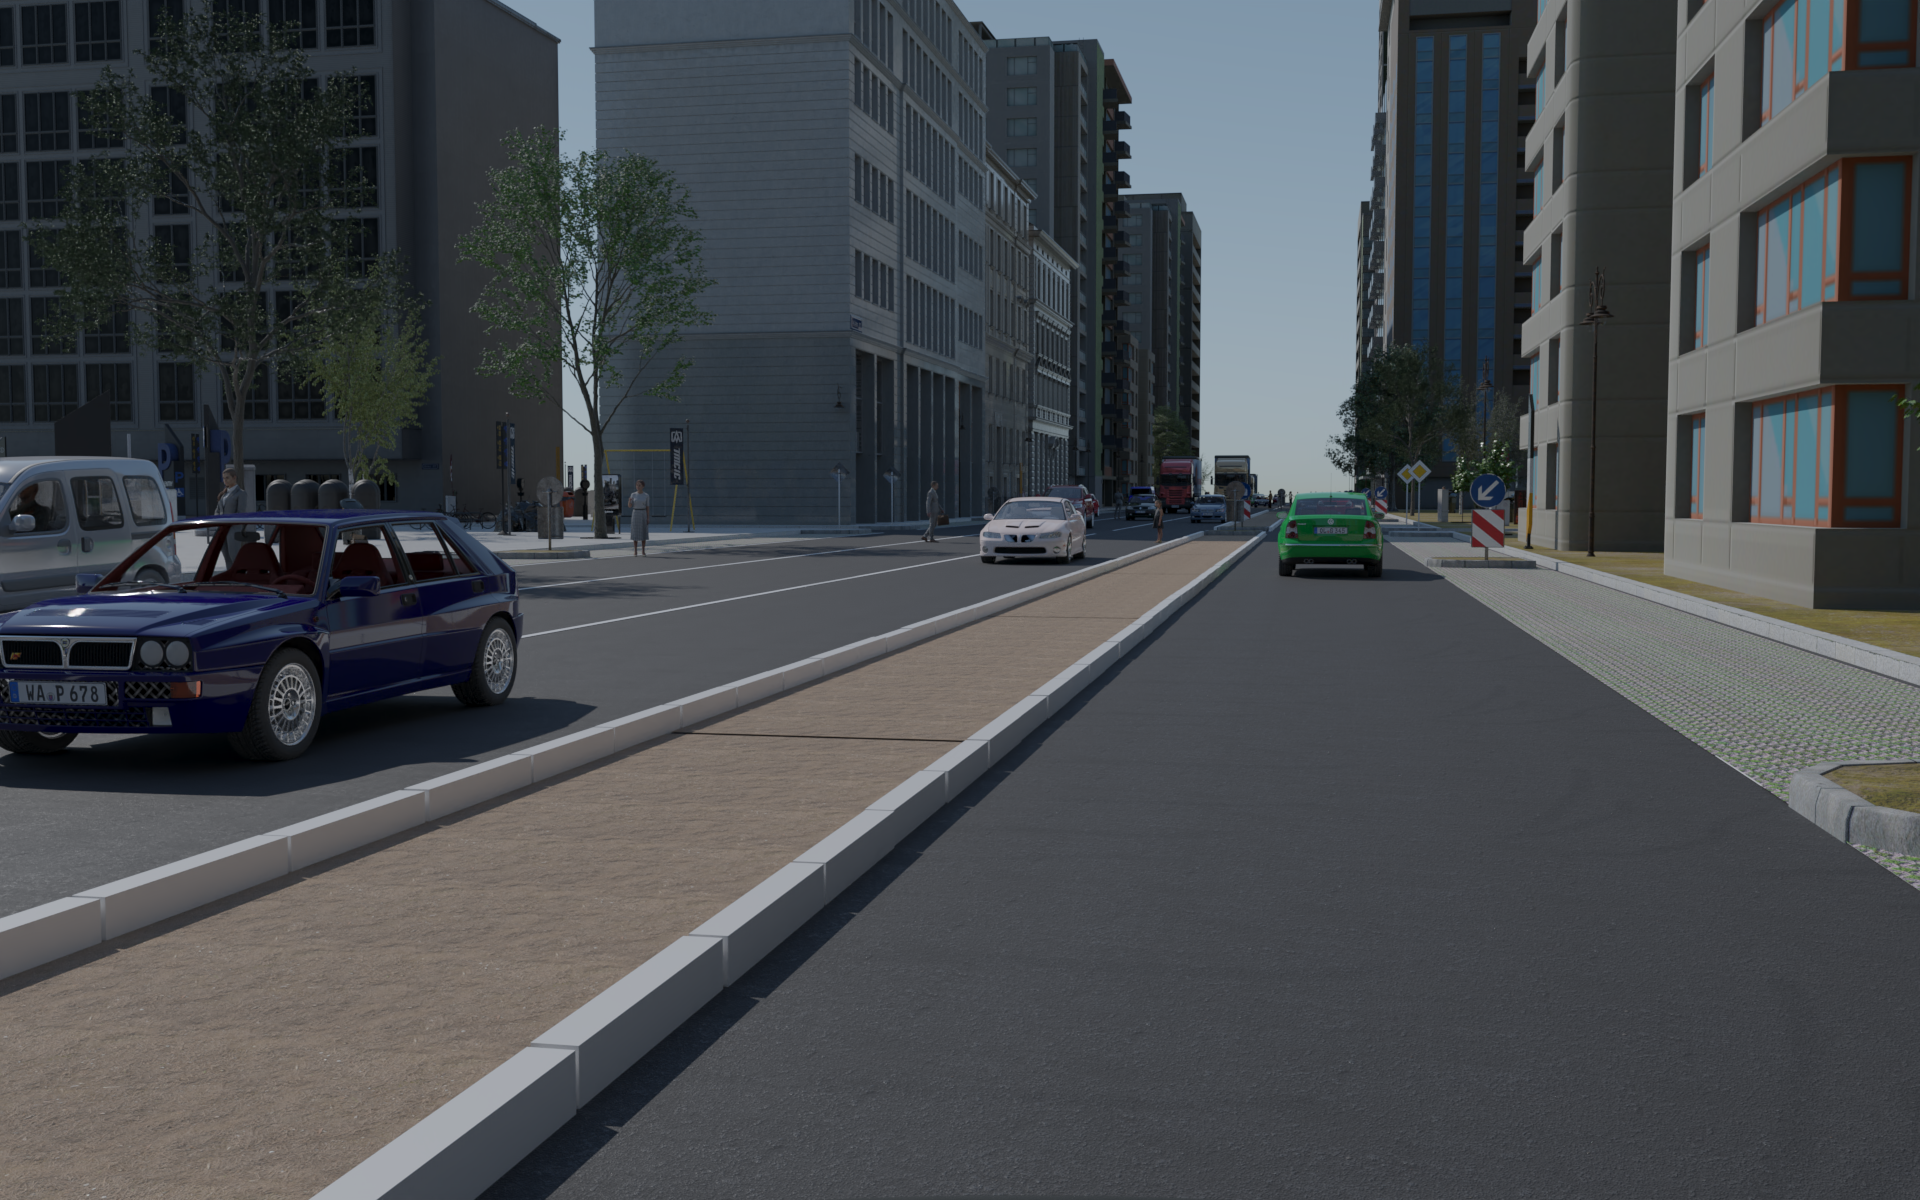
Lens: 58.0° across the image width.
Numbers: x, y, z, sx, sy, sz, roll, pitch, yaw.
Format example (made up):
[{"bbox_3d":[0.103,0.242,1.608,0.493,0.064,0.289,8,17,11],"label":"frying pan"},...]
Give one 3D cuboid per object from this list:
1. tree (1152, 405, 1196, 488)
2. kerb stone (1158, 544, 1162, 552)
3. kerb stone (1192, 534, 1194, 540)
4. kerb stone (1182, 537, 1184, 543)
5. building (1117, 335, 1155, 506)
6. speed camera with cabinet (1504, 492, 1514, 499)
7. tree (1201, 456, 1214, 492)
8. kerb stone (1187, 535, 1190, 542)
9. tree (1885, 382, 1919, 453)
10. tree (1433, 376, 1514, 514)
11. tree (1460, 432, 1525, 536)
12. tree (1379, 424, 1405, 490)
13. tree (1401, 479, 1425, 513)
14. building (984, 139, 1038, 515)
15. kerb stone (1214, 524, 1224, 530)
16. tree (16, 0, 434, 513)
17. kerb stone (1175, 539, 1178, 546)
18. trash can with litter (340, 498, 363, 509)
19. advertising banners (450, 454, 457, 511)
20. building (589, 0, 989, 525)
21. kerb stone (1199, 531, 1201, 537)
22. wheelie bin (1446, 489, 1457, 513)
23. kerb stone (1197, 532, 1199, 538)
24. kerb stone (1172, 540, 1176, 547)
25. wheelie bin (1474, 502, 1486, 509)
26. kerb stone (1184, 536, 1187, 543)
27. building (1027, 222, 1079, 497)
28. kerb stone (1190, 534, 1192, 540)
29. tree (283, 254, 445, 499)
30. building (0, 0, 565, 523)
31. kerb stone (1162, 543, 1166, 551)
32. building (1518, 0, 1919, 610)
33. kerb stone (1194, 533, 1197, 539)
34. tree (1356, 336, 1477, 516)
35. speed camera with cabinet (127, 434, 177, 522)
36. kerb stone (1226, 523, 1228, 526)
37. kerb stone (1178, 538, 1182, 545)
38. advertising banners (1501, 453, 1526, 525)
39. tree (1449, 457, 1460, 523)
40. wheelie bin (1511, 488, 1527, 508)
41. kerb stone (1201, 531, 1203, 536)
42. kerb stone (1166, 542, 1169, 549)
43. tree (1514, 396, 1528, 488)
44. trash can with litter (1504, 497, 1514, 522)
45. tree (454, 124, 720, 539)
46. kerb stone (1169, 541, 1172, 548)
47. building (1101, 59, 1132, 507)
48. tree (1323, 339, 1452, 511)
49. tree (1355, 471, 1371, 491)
[{"bbox_3d":[26.307,-18.494,220.502,7.486,12.596,7.792,0,3,0],"label":"tree"},{"bbox_3d":[4.758,-1.222,42.173,0.120,0.150,1.000,1,4,12],"label":"kerb stone"},{"bbox_3d":[7.027,-1.897,53.206,0.120,0.150,1.000,1,4,12],"label":"kerb stone"},{"bbox_3d":[6.199,-1.651,49.190,0.120,0.150,1.000,1,4,12],"label":"kerb stone"},{"bbox_3d":[7.717,-21.944,203.826,27.650,21.520,28.899,1,4,12],"label":"building"},{"bbox_3d":[35.871,-7.336,114.281,2.038,3.252,0.660,2,4,23],"label":"speed camera with cabinet"},{"bbox_3d":[41.881,-21.475,301.477,4.360,8.622,3.978,0,3,0],"label":"tree"},{"bbox_3d":[6.617,-1.762,51.201,0.120,0.150,1.000,1,4,12],"label":"kerb stone"},{"bbox_3d":[9.288,-1.251,15.052,1.663,3.219,1.824,0,3,0],"label":"tree"},{"bbox_3d":[31.784,-9.697,108.911,4.360,8.622,3.978,0,3,0],"label":"tree"},{"bbox_3d":[16.711,-3.635,54.031,1.663,3.219,1.824,0,3,0],"label":"tree"},{"bbox_3d":[35.057,-11.613,140.233,4.737,8.622,4.395,0,3,0],"label":"tree"},{"bbox_3d":[31.208,-7.622,119.224,1.663,3.219,1.824,0,3,0],"label":"tree"},{"bbox_3d":[-3.023,-19.297,112.772,12.463,27.353,25.104,1,4,12],"label":"building"},{"bbox_3d":[10.442,-2.913,69.835,0.120,0.150,1.000,1,4,12],"label":"kerb stone"},{"bbox_3d":[-13.849,-5.996,32.455,8.767,10.594,7.601,1,4,15],"label":"tree"},{"bbox_3d":[5.784,-1.528,47.185,0.120,0.150,1.000,1,4,12],"label":"kerb stone"},{"bbox_3d":[-15.081,-1.953,43.317,0.624,1.170,1.055,-3,5,-40],"label":"trash can with litter"},{"bbox_3d":[-21.865,-4.808,74.794,0.090,3.025,2.074,-1,4,-22],"label":"advertising banners"},{"bbox_3d":[-6.787,-18.838,85.495,11.434,29.767,29.804,1,4,12],"label":"building"},{"bbox_3d":[7.643,-2.081,56.222,0.120,0.150,1.000,1,4,12],"label":"kerb stone"},{"bbox_3d":[32.788,-6.597,115.773,0.693,1.594,0.980,-3,5,-42],"label":"wheelie bin"},{"bbox_3d":[7.430,-2.020,55.216,0.120,0.150,1.000,1,4,12],"label":"kerb stone"},{"bbox_3d":[5.584,-1.466,46.179,0.120,0.150,1.000,1,4,12],"label":"kerb stone"},{"bbox_3d":[27.127,-5.023,90.041,0.693,1.594,0.980,-1,4,-22],"label":"wheelie bin"},{"bbox_3d":[6.408,-1.706,50.199,0.120,0.150,1.000,1,4,12],"label":"kerb stone"},{"bbox_3d":[2.449,-18.706,134.718,11.050,23.489,19.941,1,4,12],"label":"building"},{"bbox_3d":[6.819,-1.835,52.202,0.120,0.150,1.000,1,4,12],"label":"kerb stone"},{"bbox_3d":[-18.379,-6.268,52.840,4.737,8.622,4.395,0,3,0],"label":"tree"},{"bbox_3d":[-33.187,-17.696,82.840,24.014,27.812,14.314,1,4,12],"label":"building"},{"bbox_3d":[4.964,-1.283,43.175,0.120,0.150,1.000,1,4,12],"label":"kerb stone"},{"bbox_3d":[25.963,-11.314,30.016,27.650,21.520,28.899,1,4,12],"label":"building"},{"bbox_3d":[7.232,-1.958,54.208,0.120,0.150,1.000,1,4,12],"label":"kerb stone"},{"bbox_3d":[26.909,-10.228,101.646,7.601,10.594,8.767,-2,4,-27],"label":"tree"},{"bbox_3d":[-27.154,-3.875,57.684,0.660,3.252,2.038,2,4,27],"label":"speed camera with cabinet"},{"bbox_3d":[11.069,-3.098,72.848,0.120,0.150,1.000,1,4,12],"label":"kerb stone"},{"bbox_3d":[5.998,-1.590,48.187,0.120,0.150,1.000,1,4,12],"label":"kerb stone"},{"bbox_3d":[23.567,-4.682,72.743,2.074,3.025,0.090,0,4,4],"label":"advertising banners"},{"bbox_3d":[22.363,-5.044,77.072,1.663,3.219,1.824,0,3,0],"label":"tree"},{"bbox_3d":[27.093,-4.631,83.617,0.980,1.594,0.693,2,4,30],"label":"wheelie bin"},{"bbox_3d":[7.851,-2.140,57.227,0.120,0.150,1.000,1,4,12],"label":"kerb stone"},{"bbox_3d":[5.167,-1.344,44.177,0.120,0.150,1.000,1,4,12],"label":"kerb stone"},{"bbox_3d":[36.277,-10.285,118.523,4.360,8.622,3.978,0,3,0],"label":"tree"},{"bbox_3d":[24.514,-4.066,77.859,0.624,1.170,1.055,-1,4,-8],"label":"trash can with litter"},{"bbox_3d":[-10.445,-7.564,49.419,9.928,11.665,9.643,0,3,0],"label":"tree"},{"bbox_3d":[5.372,-1.405,45.178,0.120,0.150,1.000,1,4,12],"label":"kerb stone"},{"bbox_3d":[5.365,-31.776,174.168,22.147,44.769,28.867,1,4,12],"label":"building"},{"bbox_3d":[31.983,-12.900,127.918,9.611,12.733,9.660,0,3,0],"label":"tree"},{"bbox_3d":[52.200,-14.544,221.511,4.285,4.588,4.351,0,3,0],"label":"tree"}]
